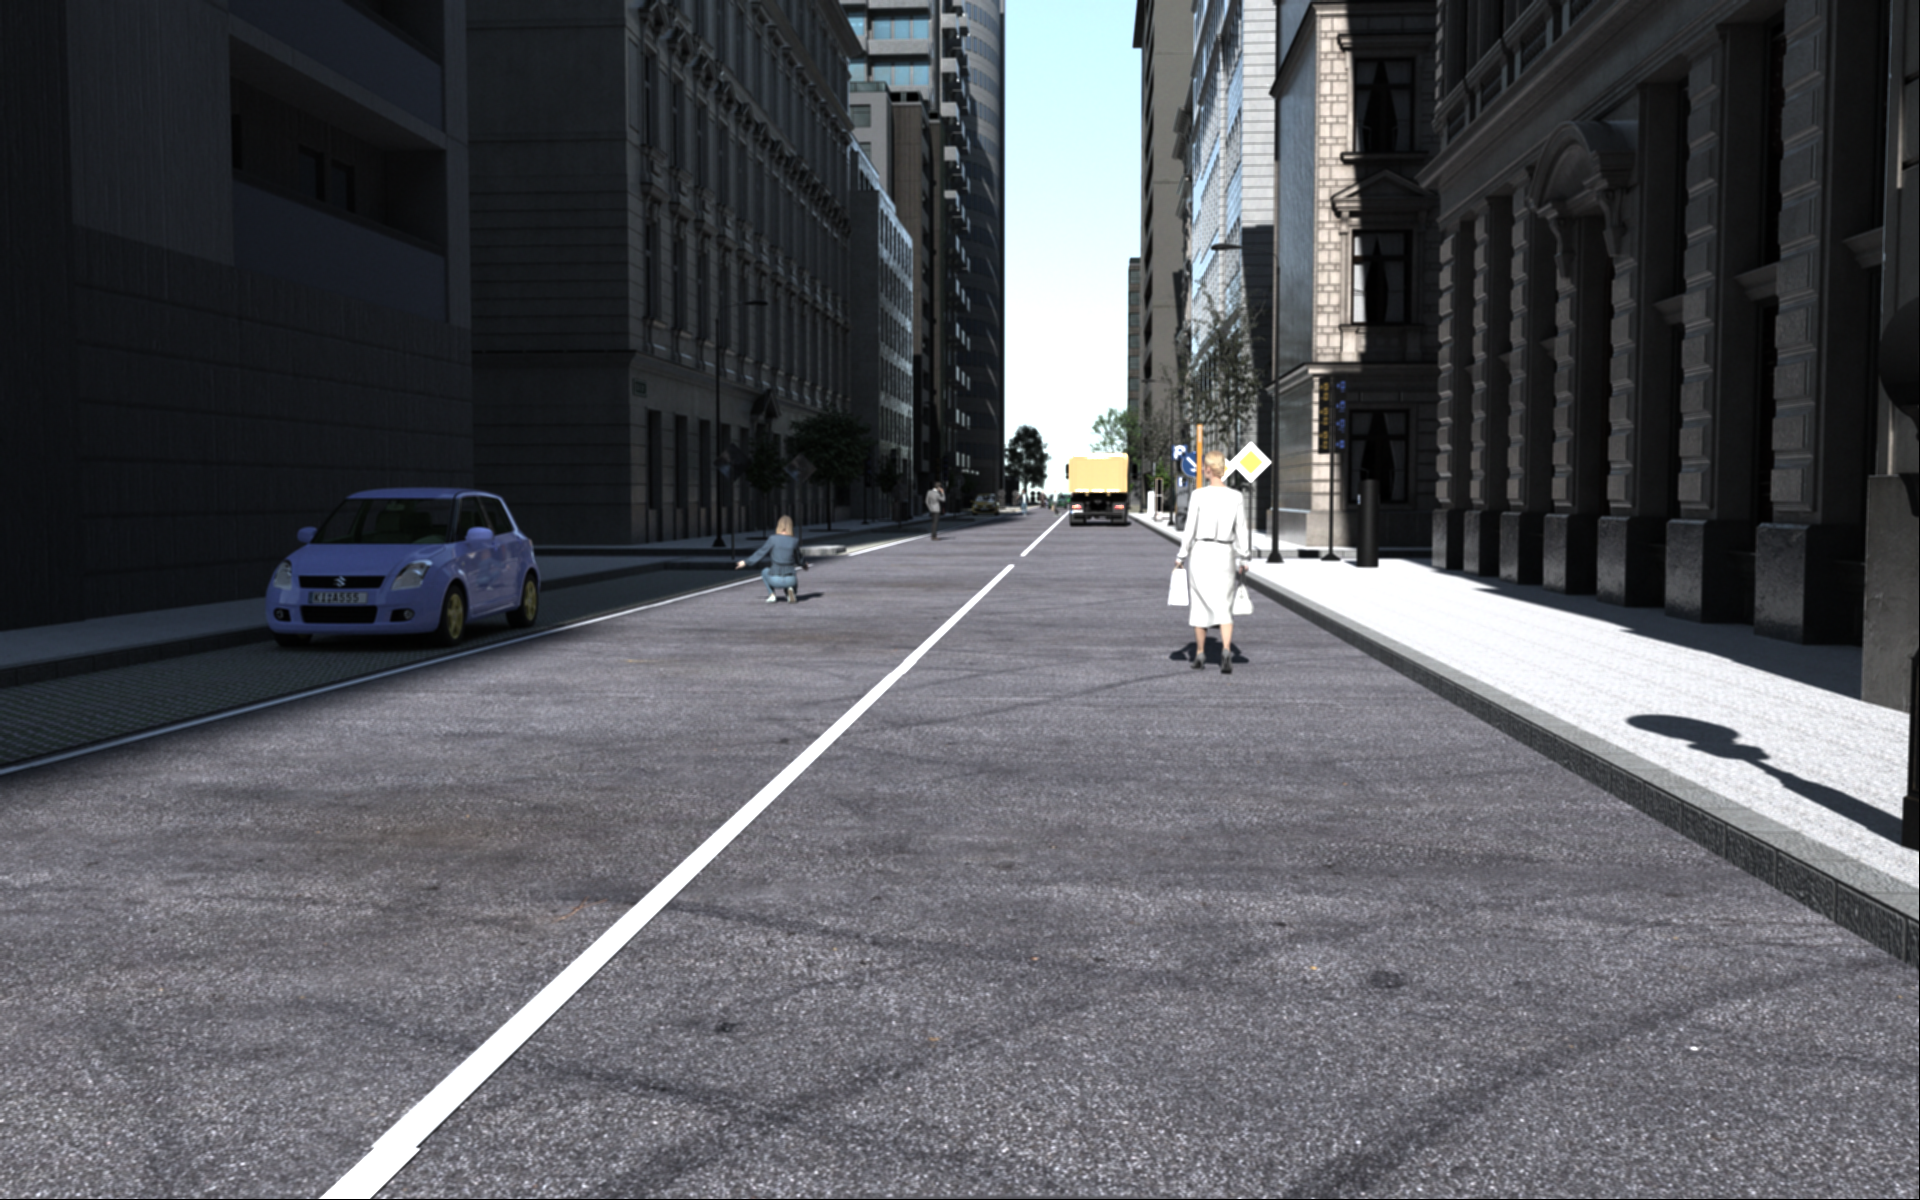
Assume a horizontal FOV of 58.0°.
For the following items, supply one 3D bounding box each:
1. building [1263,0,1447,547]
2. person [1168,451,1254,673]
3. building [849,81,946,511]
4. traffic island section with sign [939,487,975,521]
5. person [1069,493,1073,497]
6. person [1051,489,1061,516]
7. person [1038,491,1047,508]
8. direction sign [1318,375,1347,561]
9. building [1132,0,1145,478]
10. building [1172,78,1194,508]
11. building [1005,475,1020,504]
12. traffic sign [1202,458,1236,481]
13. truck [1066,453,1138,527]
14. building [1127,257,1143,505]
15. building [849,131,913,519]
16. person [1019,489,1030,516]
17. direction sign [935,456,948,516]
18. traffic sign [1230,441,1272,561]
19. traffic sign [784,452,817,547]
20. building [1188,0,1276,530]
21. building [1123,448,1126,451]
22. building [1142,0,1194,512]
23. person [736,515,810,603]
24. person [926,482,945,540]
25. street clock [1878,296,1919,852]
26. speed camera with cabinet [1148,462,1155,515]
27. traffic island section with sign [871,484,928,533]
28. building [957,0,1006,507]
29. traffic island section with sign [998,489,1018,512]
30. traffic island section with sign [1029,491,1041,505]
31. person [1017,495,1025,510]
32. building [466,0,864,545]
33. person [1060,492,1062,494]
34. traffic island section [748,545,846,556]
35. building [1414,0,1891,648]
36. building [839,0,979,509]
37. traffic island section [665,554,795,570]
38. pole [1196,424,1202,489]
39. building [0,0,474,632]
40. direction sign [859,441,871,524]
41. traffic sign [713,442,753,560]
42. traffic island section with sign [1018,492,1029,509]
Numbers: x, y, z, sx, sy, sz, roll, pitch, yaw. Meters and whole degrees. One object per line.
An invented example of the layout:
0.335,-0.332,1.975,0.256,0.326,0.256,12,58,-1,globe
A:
17.811,-11.067,45.572,19.286,19.102,10.561,0,4,4,building
2.014,-0.311,13.933,0.694,1.780,0.624,1,4,11,person
-8.606,-21.617,125.143,14.160,30.474,14.107,0,4,4,building
-0.226,-5.056,91.296,1.989,1.847,2.006,0,4,4,traffic island section with sign
13.377,-11.964,204.066,1.348,1.831,0.705,1,4,22,person
6.231,-6.332,112.515,0.515,1.767,0.782,-1,4,-8,person
8.409,-10.203,175.867,0.990,1.755,0.434,1,4,23,person
7.155,-2.527,33.318,0.379,3.537,0.876,-2,4,-23,direction sign
32.050,-35.827,175.002,28.713,52.752,27.495,0,4,4,building
19.977,-19.288,102.752,14.401,28.519,23.554,0,4,4,building
-1.533,-50.018,256.040,20.563,71.187,20.611,0,4,4,building
6.121,-2.284,40.993,0.795,2.450,0.064,0,4,4,traffic sign
6.483,-5.155,80.209,3.469,3.379,9.791,0,4,6,truck
27.464,-26.906,211.607,14.160,30.474,14.107,0,4,4,building
-8.629,-14.736,95.678,10.420,20.320,16.860,0,4,4,building
4.202,-6.413,113.702,0.623,1.781,0.721,-1,4,-22,person
-1.112,-6.830,103.665,0.876,3.537,0.379,-2,4,-27,direction sign
5.535,-1.797,33.029,0.795,2.450,0.064,0,4,4,traffic sign
-3.845,-2.330,41.745,0.795,2.450,0.064,0,4,4,traffic sign
16.475,-18.239,75.701,11.434,29.767,29.804,0,4,4,building
33.620,-56.249,232.349,22.319,86.520,31.000,0,4,4,building
25.431,-31.304,135.516,21.300,48.544,21.600,0,4,4,building
-2.465,-0.549,22.968,1.012,1.151,0.738,-1,4,-11,person
-0.754,-2.754,53.711,0.473,1.802,0.592,-2,4,-29,person
3.531,-0.098,6.165,0.471,2.002,0.358,0,4,-7,street clock
12.075,-6.894,107.049,0.660,3.252,2.038,1,4,16,speed camera with cabinet
-2.208,-3.412,64.413,1.989,1.847,2.006,0,4,4,traffic island section with sign
-6.544,-38.804,176.441,21.231,58.520,28.212,0,4,4,building
3.473,-8.133,141.600,1.989,1.847,2.006,0,4,4,traffic island section with sign
9.470,-13.112,223.009,1.989,1.847,2.006,0,4,4,traffic island section with sign
5.680,-9.023,156.731,1.217,1.736,0.721,0,4,-1,person
-14.528,-17.617,64.455,17.030,29.872,44.131,0,4,4,building
14.400,-14.592,247.167,1.348,1.812,0.705,-2,4,-31,person
-3.869,-1.194,41.808,2.009,0.180,2.903,0,4,4,traffic island section
12.423,-11.707,20.292,11.050,23.489,19.941,0,4,4,building
-10.791,-32.283,147.435,23.786,49.044,30.456,0,4,4,building
-4.455,-0.707,33.844,2.009,0.180,2.903,0,4,4,traffic island section
6.999,-3.479,50.719,0.158,3.312,0.155,0,3,0,pole
-22.400,-29.464,23.740,28.212,58.520,21.231,0,4,4,building
-4.034,-4.990,73.576,0.379,3.537,0.876,2,4,33,direction sign
-4.431,-1.843,33.781,0.795,2.450,0.064,0,4,4,traffic sign
5.460,-9.777,168.482,1.989,1.847,2.006,0,4,4,traffic island section with sign
